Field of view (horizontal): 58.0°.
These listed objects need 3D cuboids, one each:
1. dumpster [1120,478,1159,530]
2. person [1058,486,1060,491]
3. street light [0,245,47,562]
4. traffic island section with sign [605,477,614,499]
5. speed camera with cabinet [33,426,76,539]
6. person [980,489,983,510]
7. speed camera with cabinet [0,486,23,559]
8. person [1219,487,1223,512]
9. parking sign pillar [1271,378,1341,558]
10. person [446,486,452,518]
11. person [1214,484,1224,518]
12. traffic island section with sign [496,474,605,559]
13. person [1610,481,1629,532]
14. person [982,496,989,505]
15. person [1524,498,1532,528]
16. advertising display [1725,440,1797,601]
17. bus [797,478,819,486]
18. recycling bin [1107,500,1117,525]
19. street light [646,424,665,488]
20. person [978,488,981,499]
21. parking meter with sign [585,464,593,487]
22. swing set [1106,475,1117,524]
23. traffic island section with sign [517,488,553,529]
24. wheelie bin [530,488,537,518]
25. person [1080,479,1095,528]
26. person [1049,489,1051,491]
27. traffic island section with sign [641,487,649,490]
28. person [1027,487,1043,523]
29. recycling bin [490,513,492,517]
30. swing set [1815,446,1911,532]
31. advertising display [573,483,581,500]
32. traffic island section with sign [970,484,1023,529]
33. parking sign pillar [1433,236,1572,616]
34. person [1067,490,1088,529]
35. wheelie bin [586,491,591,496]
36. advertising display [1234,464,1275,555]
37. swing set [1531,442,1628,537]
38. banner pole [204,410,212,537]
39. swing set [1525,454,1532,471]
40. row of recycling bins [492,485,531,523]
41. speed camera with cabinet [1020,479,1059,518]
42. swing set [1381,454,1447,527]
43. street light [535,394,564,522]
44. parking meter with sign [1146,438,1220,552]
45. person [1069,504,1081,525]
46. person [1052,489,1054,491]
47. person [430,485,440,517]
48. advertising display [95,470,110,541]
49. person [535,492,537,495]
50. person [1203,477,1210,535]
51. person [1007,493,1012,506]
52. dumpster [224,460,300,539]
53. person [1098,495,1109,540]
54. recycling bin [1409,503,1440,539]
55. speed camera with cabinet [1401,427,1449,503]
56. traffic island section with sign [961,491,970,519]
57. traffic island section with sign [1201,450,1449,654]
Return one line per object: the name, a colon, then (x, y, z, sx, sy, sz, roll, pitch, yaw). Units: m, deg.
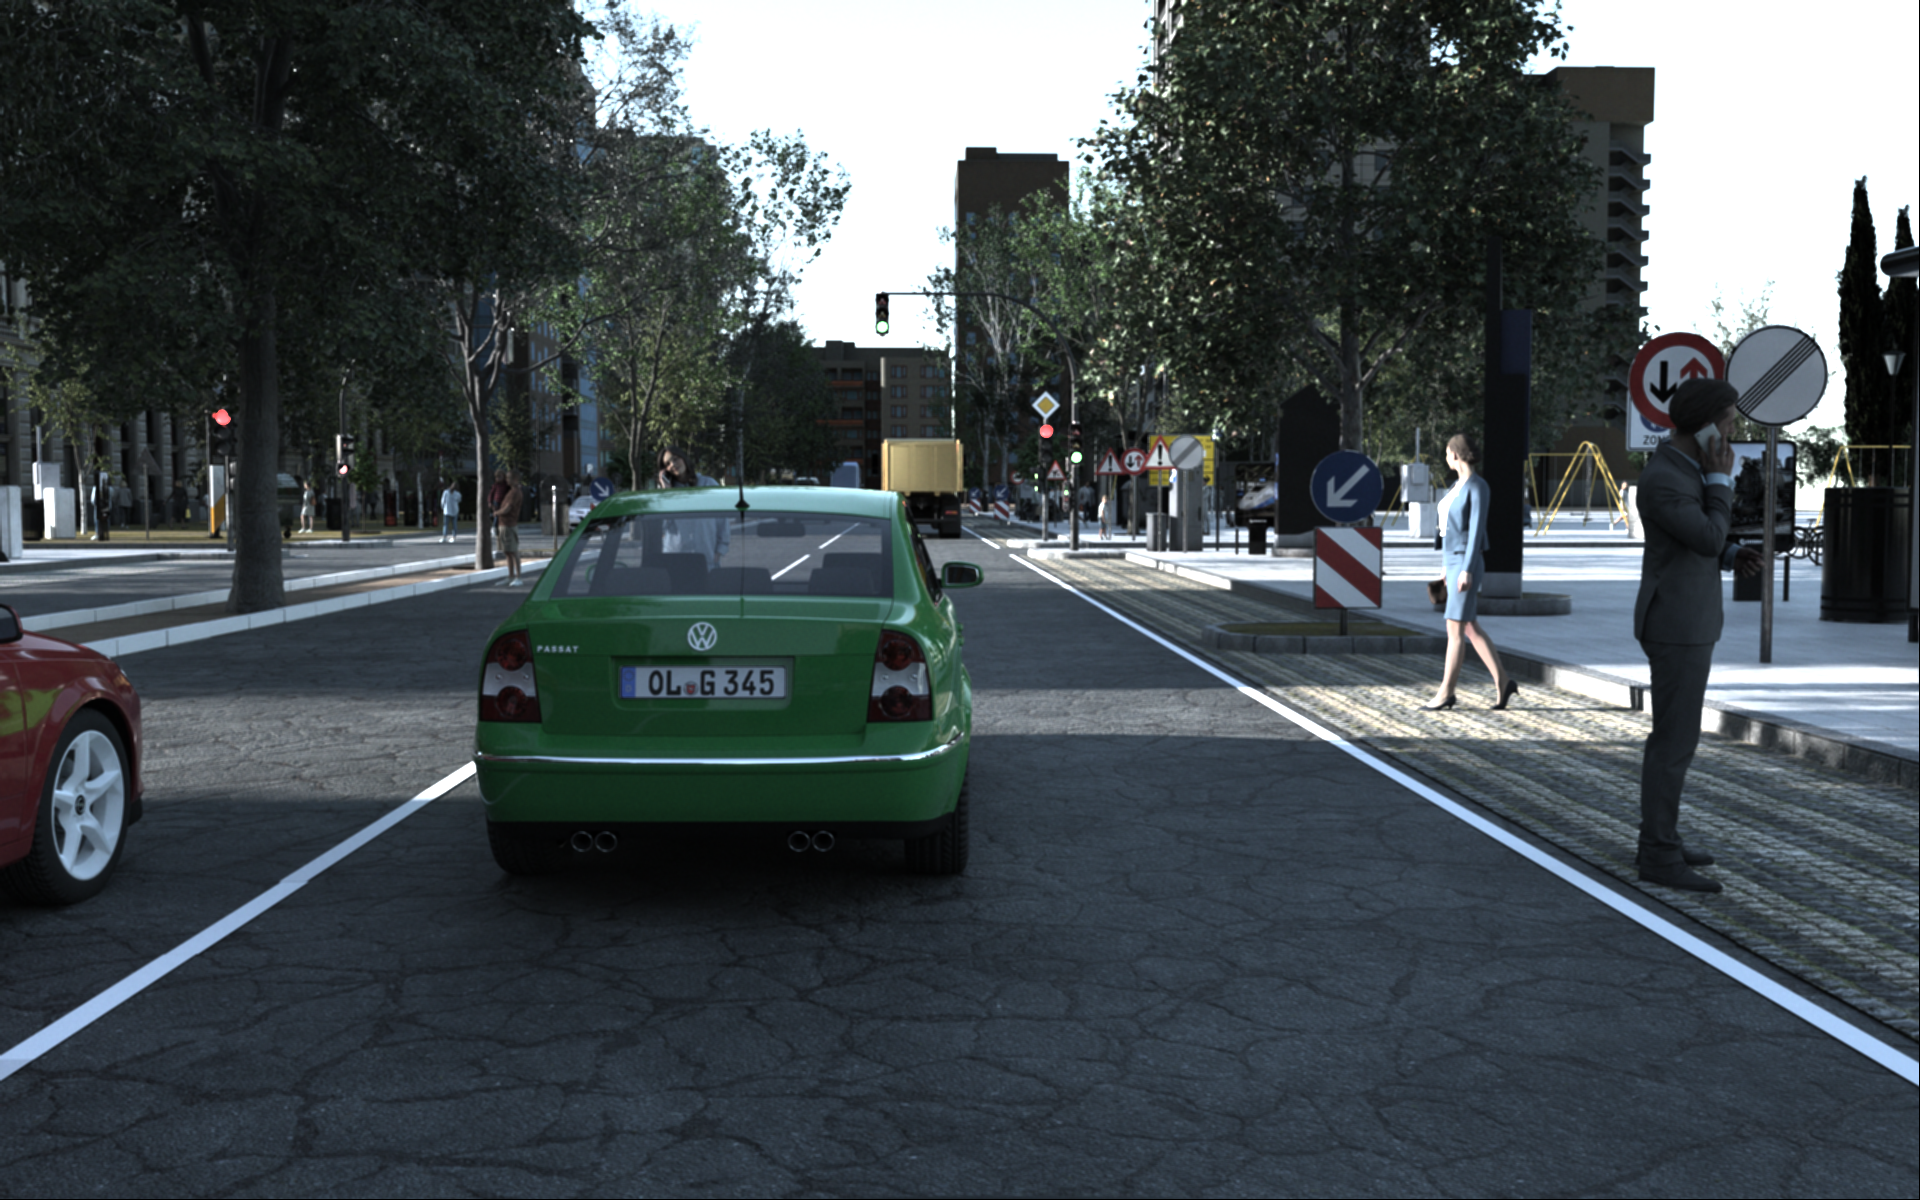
dumpster: (6.521, -3.471, 62.517, 1.264, 1.857, 1.865, 0, 4, -2)
person: (6.585, -6.725, 116.223, 0.478, 1.798, 0.641, 2, 4, 34)
street light: (-17.563, -3.664, 32.454, 1.470, 5.913, 1.316, 0, 4, -2)
traffic island section with sign: (-9.513, -2.352, 46.600, 2.006, 1.907, 1.989, 0, 4, -2)
speed camera with cabinet: (-26.168, -3.406, 50.031, 0.660, 3.252, 2.038, -3, 5, -42)
person: (1.770, -8.252, 141.755, 1.217, 1.735, 0.721, 3, 5, 43)
speed camera with cabinet: (-19.664, -2.430, 34.068, 2.038, 3.252, 0.660, 0, 4, -6)
person: (19.185, -7.421, 127.337, 0.705, 1.831, 1.348, 0, 4, -1)
parking sign pillar: (7.118, -2.870, 35.397, 1.447, 3.967, 1.447, 0, 4, 0)
person: (-27.239, -5.199, 92.055, 0.522, 1.701, 0.512, 3, 5, 44)
person: (13.874, -5.286, 92.642, 0.511, 1.800, 0.466, -1, 4, -19)
traffic island section with sign: (-9.286, -1.900, 39.196, 2.006, 1.907, 1.989, 0, 4, -2)
person: (22.364, -3.157, 58.415, 0.760, 1.731, 0.466, 0, 4, 2)
person: (2.777, -11.791, 201.299, 1.348, 1.823, 0.705, 0, 3, 0)
person: (21.115, -3.277, 65.128, 1.012, 1.151, 0.738, -1, 4, -19)
advertising display: (9.486, -0.950, 20.740, 0.974, 1.923, 0.123, 0, 4, 1)
bus: (-16.960, -11.897, 189.376, 2.948, 3.499, 13.247, 0, 4, -2)
recycling bin: (6.563, -3.611, 71.587, 0.722, 1.027, 0.722, -2, 4, -26)
street light: (-20.169, -8.697, 114.735, 1.470, 5.913, 1.316, 0, 4, -2)
person: (1.851, -9.277, 157.725, 1.348, 1.823, 0.705, 2, 4, 23)
parking meter with sign: (-20.668, -6.313, 99.482, 1.738, 3.016, 0.543, 2, 4, 32)
swing set: (8.123, -4.739, 75.099, 3.119, 2.851, 2.862, 2, 4, 30)
traffic island section with sign: (-17.041, -3.834, 71.320, 1.989, 1.847, 2.006, 0, 4, -2)
wheelie bin: (-23.022, -5.165, 92.356, 0.980, 1.594, 0.693, 2, 4, 29)
person: (4.765, -3.649, 65.547, 0.661, 1.843, 0.795, -1, 4, -16)
person: (7.867, -8.809, 150.779, 1.217, 1.736, 0.721, 0, 4, 5)
traffic island section with sign: (-17.908, -5.482, 98.261, 1.989, 1.847, 2.006, 0, 4, -2)
person: (3.307, -4.267, 76.301, 0.515, 1.767, 0.782, -1, 4, -22)
recycling bin: (-24.742, -4.795, 90.945, 0.722, 1.027, 0.722, 3, 4, 39)
swing set: (30.067, -3.585, 56.235, 3.119, 2.851, 2.862, 0, 4, -5)
advertising display: (-21.883, -5.732, 98.934, 0.123, 1.923, 0.974, 0, 4, 7)
traffic island section with sign: (1.570, -3.870, 71.903, 1.989, 1.847, 2.006, 0, 4, -2)
parking sign pillar: (5.915, -1.854, 18.785, 1.447, 3.967, 1.447, 1, 4, 18)
person: (4.350, -3.505, 64.104, 0.760, 1.731, 0.466, 0, 4, 1)
wheelie bin: (-20.465, -5.410, 96.355, 0.693, 1.594, 0.980, -1, 4, -21)
advertising display: (6.295, -1.921, 36.624, 0.974, 1.923, 0.123, 0, 4, 5)
swing set: (19.150, -3.374, 52.790, 2.862, 2.851, 3.119, 2, 4, 24)
banner pole: (-22.229, -3.751, 51.343, 0.401, 3.779, 0.863, -2, 4, -29)
swing set: (23.366, -4.267, 67.385, 3.119, 2.851, 2.862, 0, 4, -2)
row of recycling bins: (-20.480, -4.415, 79.294, 1.069, 1.692, 3.534, 0, 4, 5)
speed camera with cabinet: (4.251, -6.030, 92.927, 2.038, 3.252, 0.660, -1, 4, -9)
swing set: (18.313, -4.330, 68.416, 2.862, 2.851, 3.119, 1, 4, 23)
street light: (-19.043, -6.600, 80.445, 1.470, 5.913, 1.316, 0, 4, -2)
parking meter with sign: (5.050, -2.603, 38.821, 1.738, 3.016, 0.543, -1, 4, -20)
person: (4.833, -4.096, 73.039, 0.581, 1.822, 0.654, -1, 4, -23)
person: (10.023, -11.122, 187.894, 0.705, 1.822, 1.348, 1, 4, 23)
person: (-29.210, -5.526, 96.641, 0.600, 1.795, 0.529, 1, 4, 20)
advertising display: (-23.427, -2.576, 47.328, 0.123, 1.923, 0.974, -1, 4, -13)
person: (-31.605, -7.271, 128.111, 0.799, 1.438, 0.628, -1, 4, -23)
person: (7.567, -2.930, 54.135, 0.466, 1.800, 0.511, -3, 5, -40)
person: (5.073, -10.634, 180.624, 1.217, 1.743, 0.721, -2, 4, -28)
dumpster: (-19.926, -2.872, 49.458, 1.502, 2.255, 1.985, 0, 4, -2)
person: (4.047, -2.324, 48.718, 0.332, 1.250, 0.352, -3, 5, -40)
recycling bin: (13.531, -2.311, 50.347, 0.722, 1.027, 0.722, -1, 4, -9)
speed camera with cabinet: (14.227, -3.504, 51.632, 2.038, 3.252, 0.660, 0, 4, -5)
traffic island section with sign: (0.715, -5.518, 98.845, 1.989, 1.847, 2.006, 0, 4, -2)
traffic island section with sign: (3.348, -0.472, 16.341, 1.989, 1.847, 2.006, 0, 4, -2)
